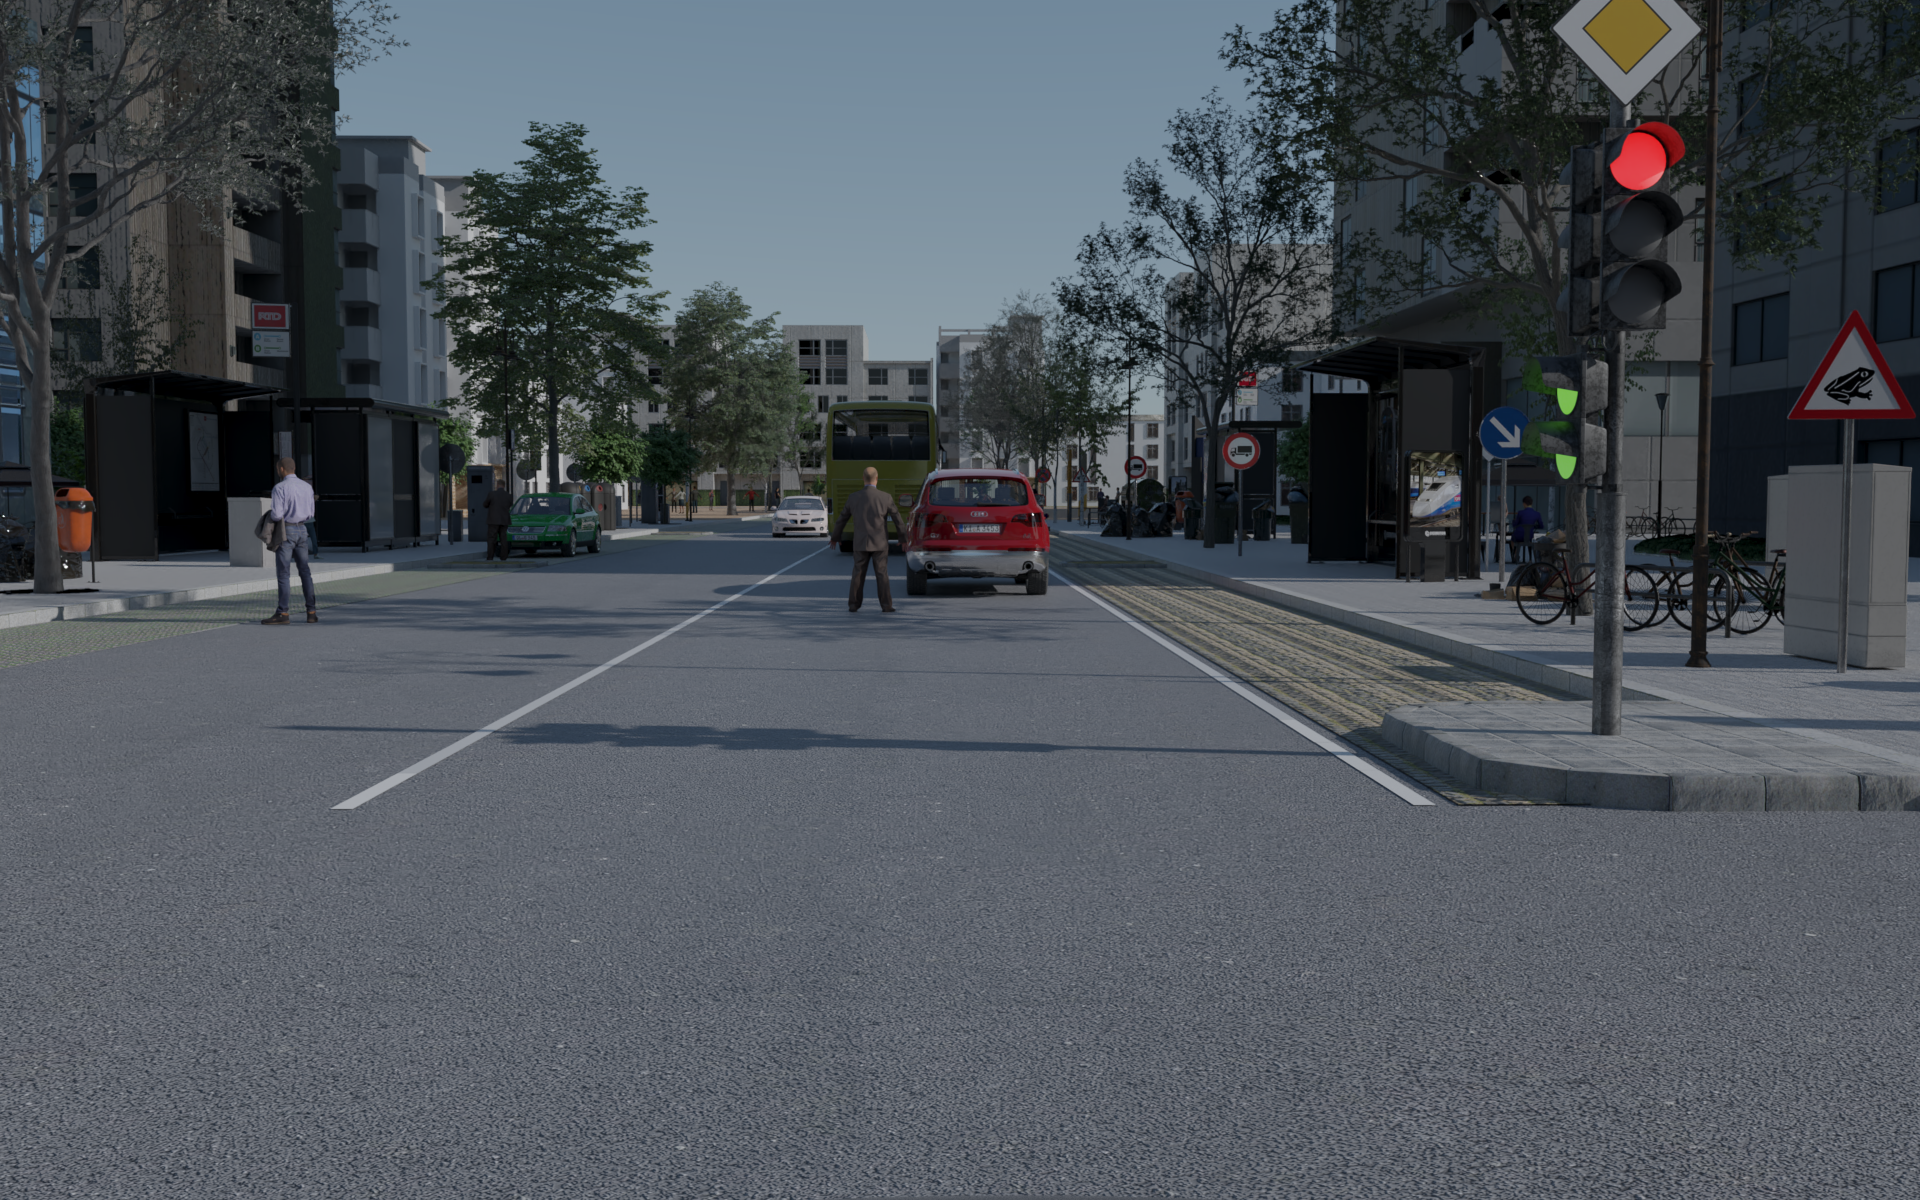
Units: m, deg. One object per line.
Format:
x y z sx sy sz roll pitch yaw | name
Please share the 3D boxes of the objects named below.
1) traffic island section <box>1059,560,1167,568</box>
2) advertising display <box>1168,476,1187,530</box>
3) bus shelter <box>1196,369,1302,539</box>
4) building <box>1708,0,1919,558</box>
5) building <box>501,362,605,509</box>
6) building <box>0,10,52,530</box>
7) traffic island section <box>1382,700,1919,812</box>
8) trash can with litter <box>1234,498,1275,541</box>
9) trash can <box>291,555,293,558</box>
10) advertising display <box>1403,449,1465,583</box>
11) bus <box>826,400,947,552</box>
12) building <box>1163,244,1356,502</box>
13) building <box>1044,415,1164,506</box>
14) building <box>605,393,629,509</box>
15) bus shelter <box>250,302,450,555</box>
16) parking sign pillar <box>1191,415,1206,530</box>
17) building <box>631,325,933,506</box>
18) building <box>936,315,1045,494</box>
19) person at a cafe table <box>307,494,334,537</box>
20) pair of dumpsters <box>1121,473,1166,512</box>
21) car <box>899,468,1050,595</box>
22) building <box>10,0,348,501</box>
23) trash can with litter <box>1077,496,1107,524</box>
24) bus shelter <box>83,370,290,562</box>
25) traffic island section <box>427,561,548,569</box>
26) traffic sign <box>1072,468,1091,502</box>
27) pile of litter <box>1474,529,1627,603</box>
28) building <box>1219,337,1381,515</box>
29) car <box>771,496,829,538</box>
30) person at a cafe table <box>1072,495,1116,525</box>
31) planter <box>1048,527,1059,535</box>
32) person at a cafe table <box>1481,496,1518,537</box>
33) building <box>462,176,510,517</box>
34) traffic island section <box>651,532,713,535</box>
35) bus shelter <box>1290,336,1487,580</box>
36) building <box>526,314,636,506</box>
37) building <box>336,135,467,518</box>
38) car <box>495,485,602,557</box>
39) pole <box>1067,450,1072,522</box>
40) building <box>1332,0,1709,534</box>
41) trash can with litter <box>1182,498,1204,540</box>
2.977 -0.696 34.242 1.991 0.108 1.994 0 4 -1 | traffic island section
7.732 -3.445 61.543 0.123 1.923 0.974 3 5 43 | advertising display
8.626 -4.646 53.587 2.179 5.291 8.768 0 4 -1 | bus shelter
29.462 -36.340 32.413 20.611 71.187 20.563 0 4 -1 | building
-32.188 -10.940 121.024 9.099 9.664 28.070 0 4 -1 | building
-36.726 -44.177 34.971 22.319 86.520 31.000 0 4 -1 | building
3.478 0.796 9.262 2.009 0.180 2.903 0 4 -1 | traffic island section
8.040 -2.203 47.400 1.055 1.170 0.624 0 4 -1 | trash can with litter
-13.009 -1.302 32.949 0.748 1.137 0.748 0 3 0 | trash can
6.892 -1.223 25.203 0.974 1.923 0.123 -1 4 -22 | advertising display
-1.823 -3.309 45.644 2.896 3.916 12.252 0 4 0 | bus
25.969 -16.186 131.096 16.747 18.905 31.486 0 4 -1 | building
22.941 -14.999 187.384 28.070 9.664 9.099 0 4 -1 | building
-42.050 -12.247 142.378 28.070 9.664 9.099 0 4 -1 | building
-13.792 -3.756 39.049 2.179 5.291 8.768 0 4 -1 | bus shelter
8.531 -4.354 59.658 1.447 3.967 1.447 -3 5 -44 | parking sign pillar
-18.702 -19.764 189.605 31.486 18.905 16.747 0 4 -1 | building
3.119 -20.381 189.641 11.380 20.091 16.016 0 4 -1 | building
-19.342 -2.650 51.836 1.622 1.524 1.698 -1 4 -20 | person at a cafe table
8.468 -4.729 79.816 1.574 2.255 4.437 0 4 -1 | pair of dumpsters
0.206 -1.068 26.138 2.281 1.827 5.304 0 4 -1 | car
-33.418 -18.076 67.250 14.160 30.474 14.107 0 4 -1 | building
5.781 -3.881 74.514 2.233 1.210 1.678 -3 4 -39 | trash can with litter
-15.821 -2.725 35.844 1.731 3.624 6.357 0 4 -1 | bus shelter
-9.212 -0.686 34.087 1.991 0.108 1.994 0 4 -1 | traffic island section
5.593 -4.889 79.938 0.884 2.594 0.081 0 4 6 | traffic sign
7.098 -0.428 20.960 1.176 0.858 1.719 -2 4 -33 | pile of litter
21.802 -9.750 101.567 9.099 9.664 28.070 0 4 -1 | building
-5.334 -2.832 58.670 2.083 1.381 4.827 0 4 -2 | car
5.780 -3.695 71.281 1.698 1.238 1.726 -2 4 -29 | person at a cafe table
2.428 -2.449 61.174 1.991 0.319 1.994 0 4 -1 | planter
16.460 -2.557 52.660 1.698 1.238 1.726 2 4 26 | person at a cafe table
-35.476 -14.956 100.947 16.016 20.091 11.380 0 4 -1 | building
-9.760 -2.337 61.082 1.991 0.108 1.994 0 4 -1 | traffic island section
6.993 -2.303 28.936 1.731 3.624 6.357 0 4 -1 | bus shelter
-40.373 -20.326 188.746 11.380 20.091 16.016 0 4 -1 | building
-35.367 -14.255 89.493 16.016 20.091 11.380 0 4 -1 | building
-9.592 -1.934 40.424 1.959 1.807 4.718 0 4 0 | car
5.044 -5.254 79.740 0.158 3.312 0.155 0 3 0 | pole
31.139 -29.266 67.742 28.713 52.752 27.495 0 4 -1 | building
6.687 -2.264 48.408 0.624 1.170 1.055 -2 4 -32 | trash can with litter
